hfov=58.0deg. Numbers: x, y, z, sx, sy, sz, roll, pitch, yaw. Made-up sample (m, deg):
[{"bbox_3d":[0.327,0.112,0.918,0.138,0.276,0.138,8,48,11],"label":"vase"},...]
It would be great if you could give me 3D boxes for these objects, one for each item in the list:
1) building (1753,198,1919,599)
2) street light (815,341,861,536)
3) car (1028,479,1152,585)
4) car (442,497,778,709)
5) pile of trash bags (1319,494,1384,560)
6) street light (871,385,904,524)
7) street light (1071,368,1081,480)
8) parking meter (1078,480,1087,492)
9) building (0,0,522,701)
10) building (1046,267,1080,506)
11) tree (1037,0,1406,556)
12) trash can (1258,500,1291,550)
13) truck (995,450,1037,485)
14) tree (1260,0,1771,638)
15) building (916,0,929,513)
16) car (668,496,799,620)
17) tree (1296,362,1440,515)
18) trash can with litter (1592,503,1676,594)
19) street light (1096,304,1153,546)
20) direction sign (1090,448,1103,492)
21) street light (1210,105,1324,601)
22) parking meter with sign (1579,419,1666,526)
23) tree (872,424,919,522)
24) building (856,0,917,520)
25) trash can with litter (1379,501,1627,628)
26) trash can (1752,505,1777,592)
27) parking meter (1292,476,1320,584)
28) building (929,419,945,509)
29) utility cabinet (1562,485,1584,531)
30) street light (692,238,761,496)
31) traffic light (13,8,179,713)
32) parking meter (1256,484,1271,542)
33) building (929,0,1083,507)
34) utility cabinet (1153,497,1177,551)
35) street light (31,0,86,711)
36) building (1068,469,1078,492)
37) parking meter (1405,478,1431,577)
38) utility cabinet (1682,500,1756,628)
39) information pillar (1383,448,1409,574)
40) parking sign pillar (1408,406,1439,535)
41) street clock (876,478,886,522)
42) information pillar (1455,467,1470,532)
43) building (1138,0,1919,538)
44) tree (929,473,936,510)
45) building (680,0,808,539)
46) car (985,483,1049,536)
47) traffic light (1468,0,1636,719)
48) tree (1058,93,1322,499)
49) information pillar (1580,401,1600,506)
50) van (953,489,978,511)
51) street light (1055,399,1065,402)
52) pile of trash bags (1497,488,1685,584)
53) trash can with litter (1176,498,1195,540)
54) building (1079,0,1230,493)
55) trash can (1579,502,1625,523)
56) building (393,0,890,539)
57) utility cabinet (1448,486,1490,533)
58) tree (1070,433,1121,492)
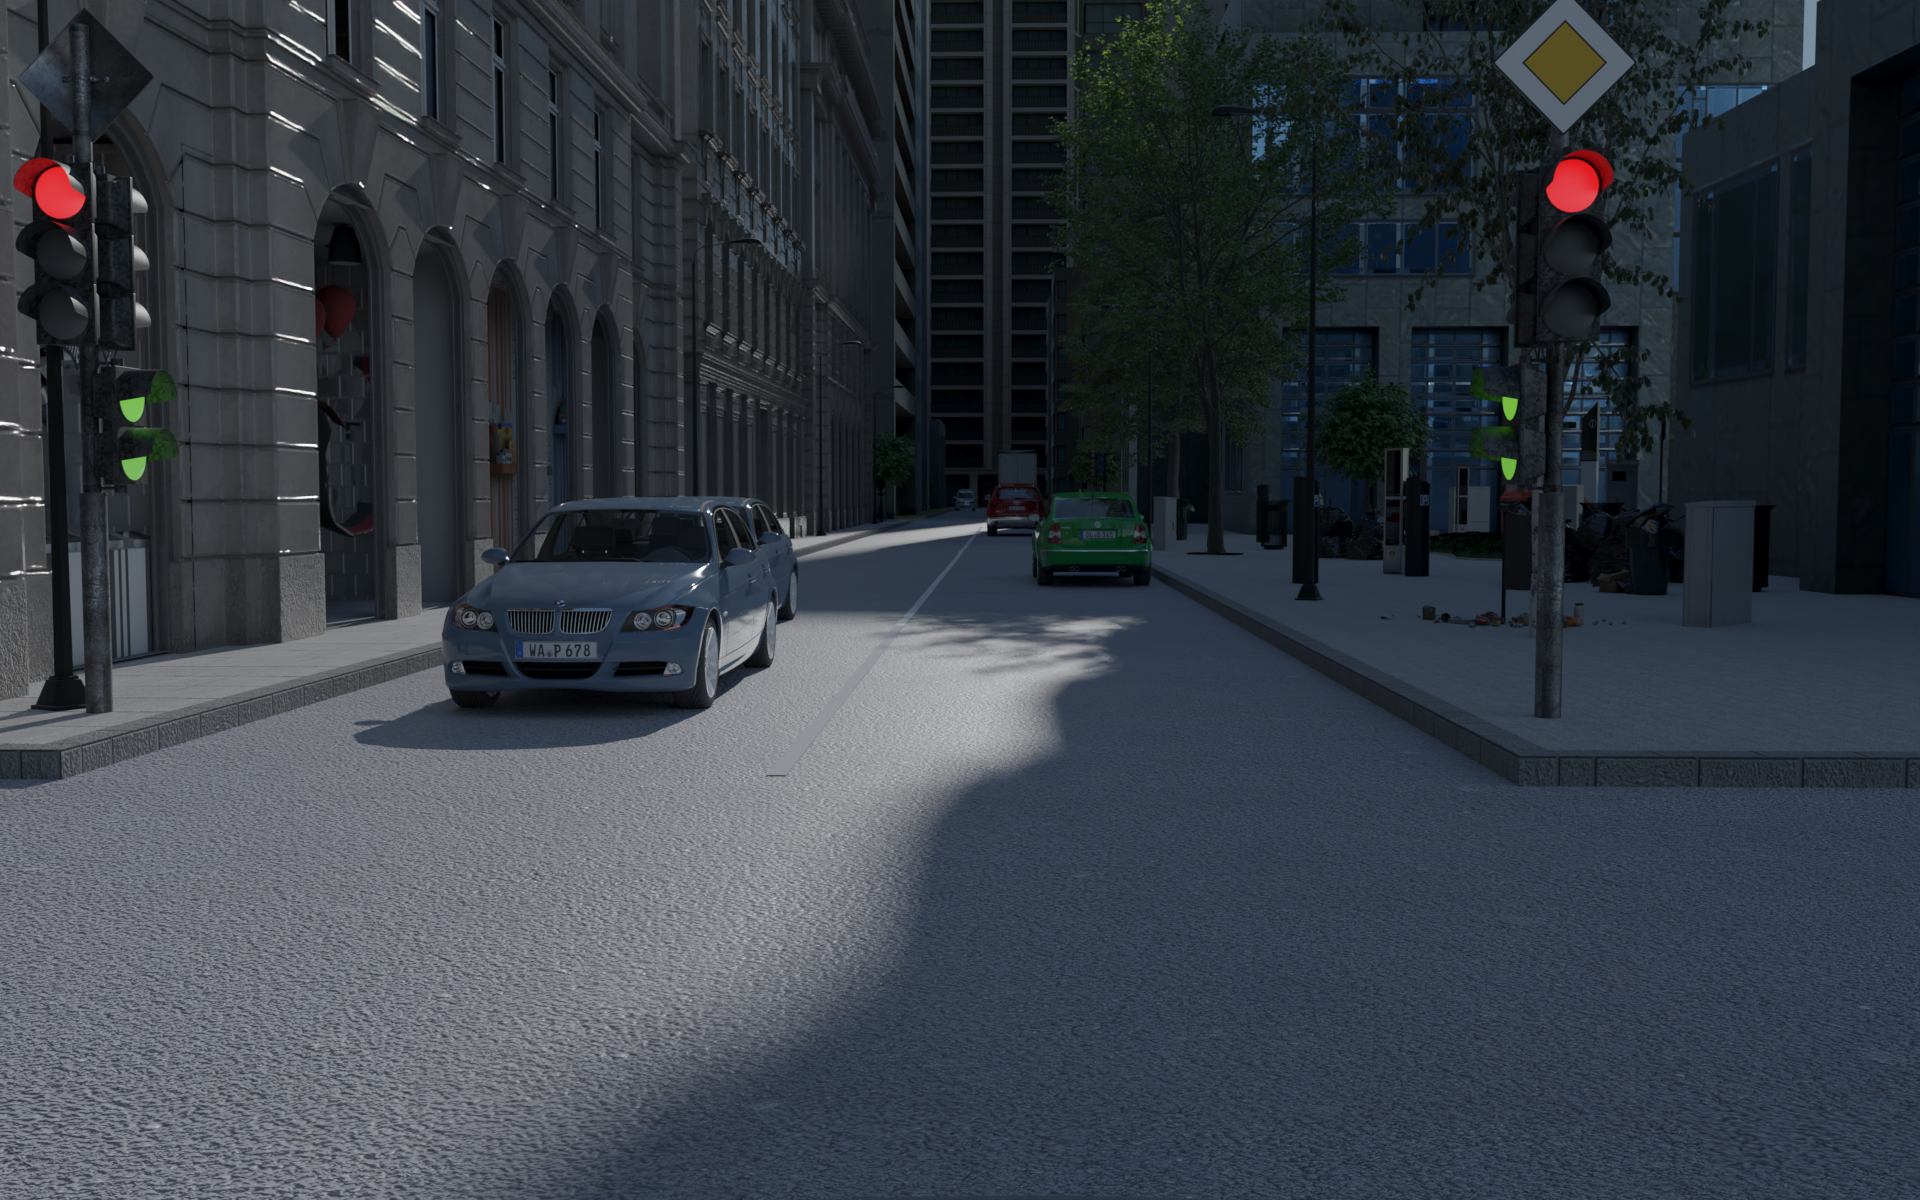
[{"bbox_3d":[26.640,-43.152,18.200,31.000,86.520,22.319,0,4,2],"label":"building"},{"bbox_3d":[-3.706,-4.909,52.805,1.470,5.913,1.316,0,4,2],"label":"street light"},{"bbox_3d":[2.111,-1.207,28.526,1.959,1.807,4.718,0,4,0],"label":"car"},{"bbox_3d":[-2.465,-0.068,13.114,2.014,1.417,4.499,0,4,2],"label":"car"},{"bbox_3d":[7.902,-1.558,35.219,1.912,1.369,3.447,-2,4,-24],"label":"pile of trash bags"},{"bbox_3d":[-3.097,-6.211,74.093,1.470,5.913,1.316,0,4,2],"label":"street light"},{"bbox_3d":[4.786,-5.578,63.738,1.470,5.913,1.316,0,4,2],"label":"street light"},{"bbox_3d":[5.235,-4.162,73.758,0.255,1.863,0.399,-2,4,-26],"label":"parking meter"},{"bbox_3d":[-11.489,-10.986,21.421,13.314,21.916,24.055,0,4,2],"label":"building"},{"bbox_3d":[21.417,-18.426,146.310,27.650,21.520,28.899,0,4,2],"label":"building"},{"bbox_3d":[5.236,-6.760,36.277,9.928,11.665,9.643,0,3,0],"label":"tree"},{"bbox_3d":[7.267,-1.737,40.051,0.748,1.137,0.748,0,3,0],"label":"trash can"},{"bbox_3d":[3.762,-7.761,115.804,2.839,4.237,11.283,0,4,1],"label":"truck"},{"bbox_3d":[4.985,-3.956,15.044,4.360,8.622,3.978,0,3,0],"label":"tree"},{"bbox_3d":[-13.272,-35.376,120.389,21.231,58.520,28.212,0,4,2],"label":"building"},{"bbox_3d":[-2.829,-0.400,18.550,2.014,1.417,4.499,0,4,3],"label":"car"},{"bbox_3d":[10.155,-3.620,42.903,4.285,4.588,4.351,0,3,0],"label":"tree"},{"bbox_3d":[8.629,-0.665,22.258,0.624,1.170,1.055,-2,4,-32],"label":"trash can with litter"},{"bbox_3d":[4.116,-4.279,42.509,1.470,5.913,1.316,0,4,2],"label":"street light"},{"bbox_3d":[6.626,-5.640,84.214,0.379,3.537,0.876,-3,5,-41],"label":"direction sign"},{"bbox_3d":[3.693,-2.954,20.844,1.470,5.913,1.316,0,4,2],"label":"street light"},{"bbox_3d":[14.709,-2.585,38.534,1.738,3.016,0.543,1,4,17],"label":"parking meter with sign"},{"bbox_3d":[-3.585,-5.979,81.470,4.285,4.588,4.351,0,3,0],"label":"tree"},{"bbox_3d":[-13.624,-28.877,95.834,21.300,48.544,21.600,0,4,2],"label":"building"},{"bbox_3d":[5.333,-0.380,17.270,2.233,1.210,1.678,3,5,39],"label":"trash can with litter"},{"bbox_3d":[10.347,-0.685,22.855,0.748,1.137,0.748,0,3,0],"label":"trash can"},{"bbox_3d":[4.965,-1.006,24.854,0.372,1.533,0.369,0,3,0],"label":"parking meter"},{"bbox_3d":[-17.195,-51.144,148.873,31.000,86.520,22.319,0,4,2],"label":"building"},{"bbox_3d":[14.150,-1.976,40.984,0.318,1.500,1.173,-3,4,-36],"label":"utility cabinet"},{"bbox_3d":[-4.299,-3.611,31.574,1.470,5.913,1.316,0,4,2],"label":"street light"},{"bbox_3d":[-5.046,-1.294,10.070,0.839,4.253,0.868,0,4,2],"label":"traffic light"},{"bbox_3d":[8.065,-2.300,46.013,0.372,1.533,0.369,0,3,0],"label":"parking meter"},{"bbox_3d":[6.812,-45.236,177.862,20.611,71.187,20.563,0,4,2],"label":"building"},{"bbox_3d":[4.715,-1.750,39.777,0.306,1.237,1.020,1,4,21],"label":"utility cabinet"},{"bbox_3d":[-4.837,-2.303,10.201,1.470,5.913,1.316,0,4,2],"label":"street light"},{"bbox_3d":[23.794,-26.139,119.258,32.217,40.220,23.993,0,4,2],"label":"building"},{"bbox_3d":[7.132,-1.137,26.995,0.372,1.533,0.369,0,3,0],"label":"parking meter"},{"bbox_3d":[7.456,-0.359,17.029,1.020,1.237,0.306,-3,5,-45],"label":"utility cabinet"},{"bbox_3d":[6.984,-1.422,27.749,0.304,2.012,0.304,2,4,33],"label":"information pillar"},{"bbox_3d":[13.810,-3.915,52.486,1.447,3.967,1.447,1,4,22],"label":"parking sign pillar"},{"bbox_3d":[-3.576,-4.505,78.228,0.471,2.002,0.358,1,4,12],"label":"street clock"},{"bbox_3d":[13.630,-2.601,47.024,0.304,2.012,0.304,0,4,5],"label":"information pillar"},{"bbox_3d":[18.662,-46.138,67.024,22.319,86.520,31.000,0,4,2],"label":"building"},{"bbox_3d":[-2.638,-8.781,138.178,1.663,3.219,1.824,0,3,0],"label":"tree"},{"bbox_3d":[-9.594,-11.871,43.241,9.793,20.994,18.267,0,4,2],"label":"building"},{"bbox_3d":[1.983,-3.168,60.473,2.281,1.827,5.304,0,4,2],"label":"car"},{"bbox_3d":[3.363,-1.280,9.850,0.839,4.253,0.868,0,4,2],"label":"traffic light"},{"bbox_3d":[6.570,-8.048,49.712,7.486,12.596,7.792,0,3,0],"label":"tree"},{"bbox_3d":[16.015,-3.221,44.023,0.183,3.616,0.504,-2,4,-33],"label":"information pillar"},{"bbox_3d":[0.476,-8.434,144.902,2.013,2.044,4.112,0,4,1],"label":"van"},{"bbox_3d":[5.353,-6.876,84.971,1.470,5.913,1.316,0,4,2],"label":"street light"},{"bbox_3d":[8.985,-0.928,24.918,3.447,1.369,1.912,-2,4,-34],"label":"pile of trash bags"},{"bbox_3d":[6.009,-2.239,47.996,0.624,1.170,1.055,2,4,34],"label":"trash can with litter"},{"bbox_3d":[13.912,-20.129,100.811,14.160,30.474,14.107,0,4,2],"label":"building"},{"bbox_3d":[10.886,-1.087,29.419,0.748,1.137,0.748,0,3,0],"label":"trash can"},{"bbox_3d":[-10.035,-13.612,64.356,13.314,21.916,24.055,0,4,2],"label":"building"},{"bbox_3d":[14.882,-2.567,50.656,1.173,1.500,0.318,-1,4,-15],"label":"utility cabinet"},{"bbox_3d":[7.389,-6.652,92.476,4.285,4.588,4.351,0,3,0],"label":"tree"}]
